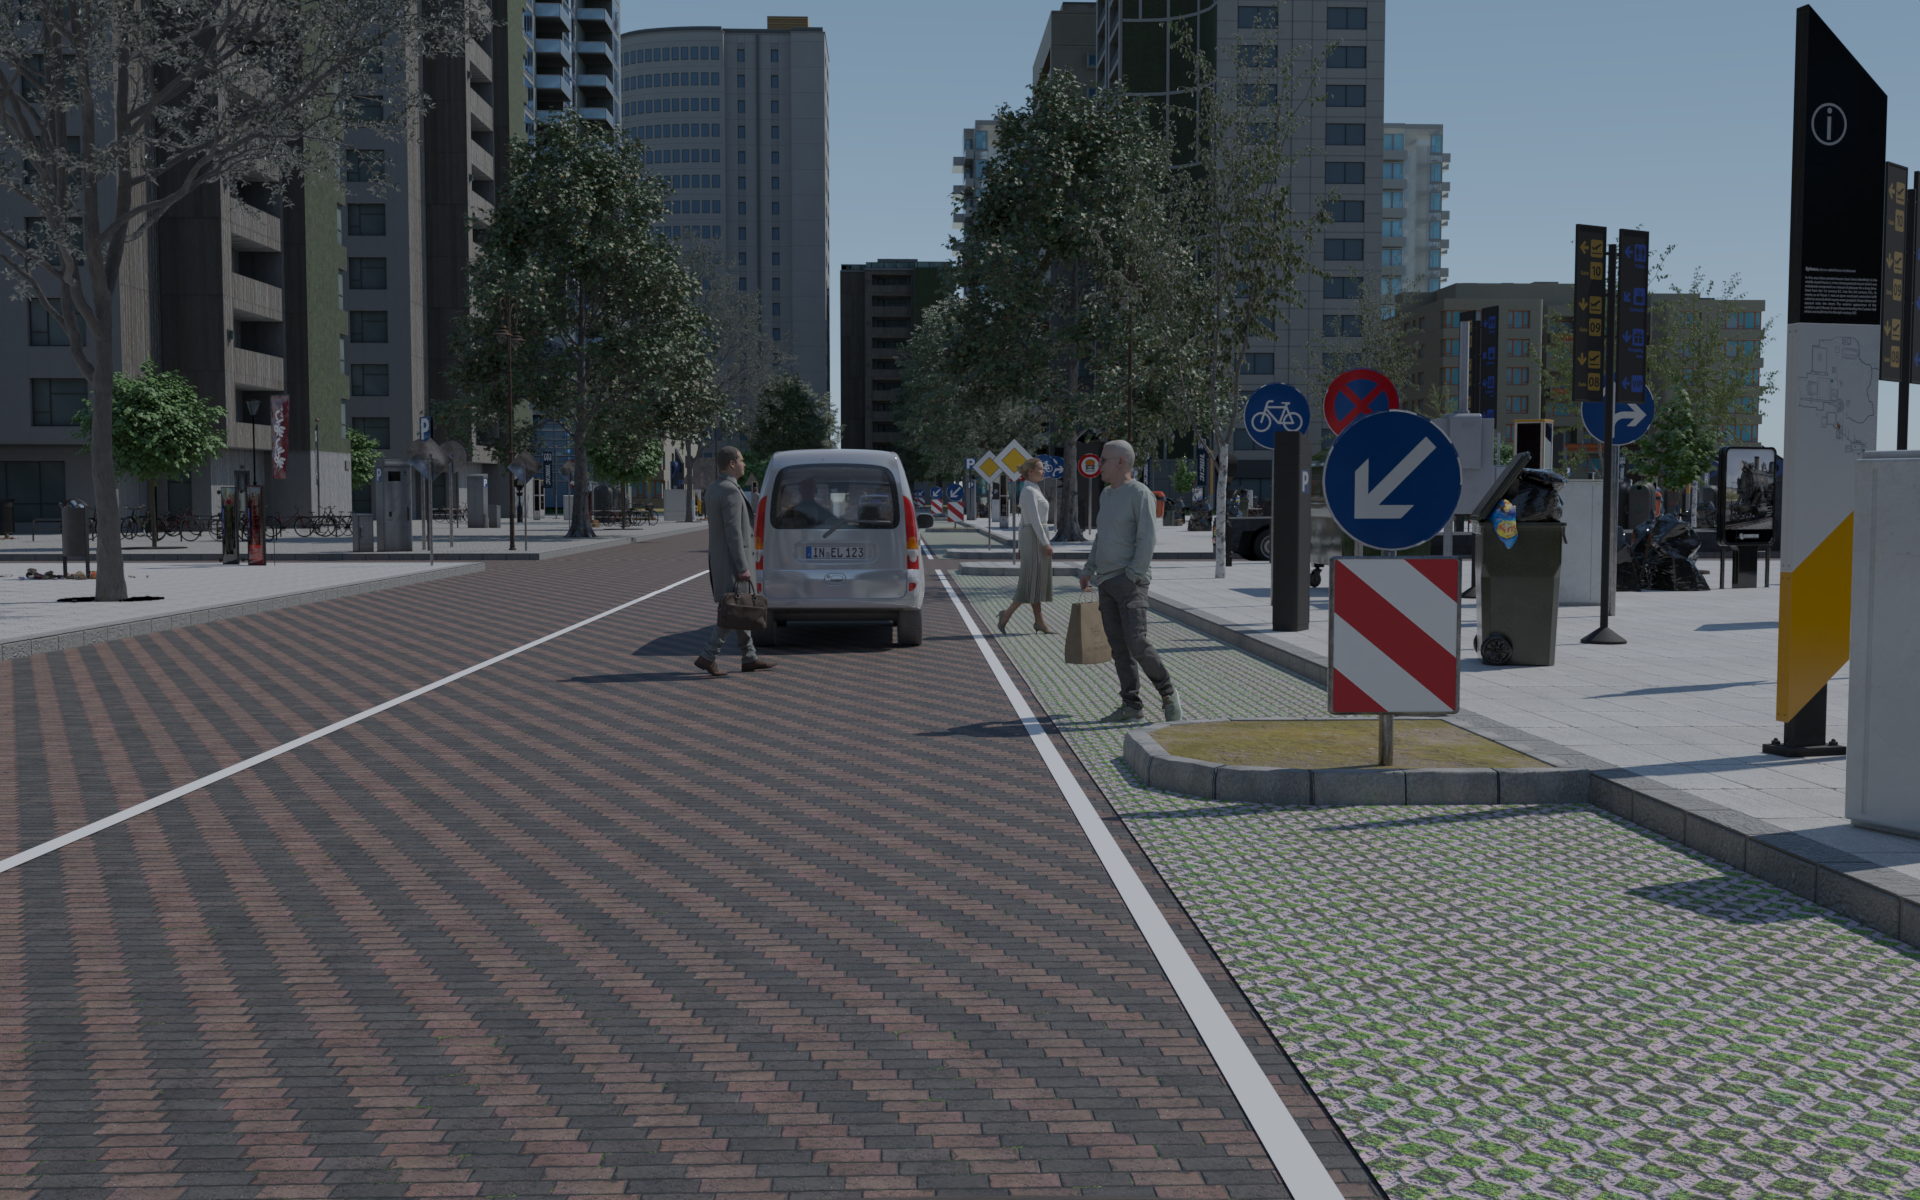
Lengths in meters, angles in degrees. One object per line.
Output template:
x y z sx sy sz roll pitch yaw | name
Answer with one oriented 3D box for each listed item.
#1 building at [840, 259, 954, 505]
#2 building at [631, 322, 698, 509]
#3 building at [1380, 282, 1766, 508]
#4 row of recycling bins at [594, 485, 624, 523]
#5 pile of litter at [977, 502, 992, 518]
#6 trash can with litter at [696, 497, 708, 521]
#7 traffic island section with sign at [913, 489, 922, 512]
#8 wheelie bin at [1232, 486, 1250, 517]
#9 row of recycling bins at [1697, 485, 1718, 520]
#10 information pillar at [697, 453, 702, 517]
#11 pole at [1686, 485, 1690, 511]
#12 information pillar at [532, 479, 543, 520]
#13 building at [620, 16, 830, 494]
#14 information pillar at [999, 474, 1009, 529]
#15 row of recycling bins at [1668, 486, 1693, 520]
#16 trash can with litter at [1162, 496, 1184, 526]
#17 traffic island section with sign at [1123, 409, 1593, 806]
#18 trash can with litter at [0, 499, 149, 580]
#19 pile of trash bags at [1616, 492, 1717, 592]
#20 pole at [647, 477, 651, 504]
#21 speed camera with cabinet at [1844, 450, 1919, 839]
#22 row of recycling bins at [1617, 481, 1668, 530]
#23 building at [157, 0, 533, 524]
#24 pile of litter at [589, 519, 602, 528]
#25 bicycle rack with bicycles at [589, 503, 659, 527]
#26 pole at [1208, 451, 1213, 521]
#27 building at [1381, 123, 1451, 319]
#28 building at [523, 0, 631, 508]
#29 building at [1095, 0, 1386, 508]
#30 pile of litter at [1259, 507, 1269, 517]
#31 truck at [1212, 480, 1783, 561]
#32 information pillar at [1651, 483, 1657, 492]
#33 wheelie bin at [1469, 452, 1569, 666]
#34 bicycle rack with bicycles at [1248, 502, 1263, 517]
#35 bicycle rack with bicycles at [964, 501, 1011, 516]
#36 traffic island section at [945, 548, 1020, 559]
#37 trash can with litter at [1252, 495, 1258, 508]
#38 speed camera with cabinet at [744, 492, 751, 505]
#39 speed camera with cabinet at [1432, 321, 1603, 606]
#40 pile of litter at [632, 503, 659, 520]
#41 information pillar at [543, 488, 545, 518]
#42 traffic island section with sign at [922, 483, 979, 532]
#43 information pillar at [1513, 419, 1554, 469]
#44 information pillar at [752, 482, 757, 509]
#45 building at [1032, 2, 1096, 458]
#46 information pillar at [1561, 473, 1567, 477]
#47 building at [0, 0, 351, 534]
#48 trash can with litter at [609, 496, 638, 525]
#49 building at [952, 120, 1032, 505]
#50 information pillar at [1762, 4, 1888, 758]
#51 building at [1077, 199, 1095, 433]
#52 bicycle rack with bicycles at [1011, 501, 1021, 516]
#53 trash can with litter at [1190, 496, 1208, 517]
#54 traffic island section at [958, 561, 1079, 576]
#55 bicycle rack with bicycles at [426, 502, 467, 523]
-7.892 -27.152 215.628 14.107 30.474 14.160 0 4 -2 | building
-40.946 -19.547 164.635 28.899 21.520 27.650 0 4 -2 | building
56.573 -19.724 167.528 28.899 21.520 27.650 0 4 -2 | building
-15.910 -4.384 78.787 1.069 1.692 3.534 0 4 0 | row of recycling bins
1.181 -4.808 92.577 1.719 0.858 1.176 1 4 22 | pile of litter
-12.227 -4.462 84.007 1.678 1.210 2.233 0 4 -5 | trash can with litter
-1.378 -5.123 92.384 1.989 1.847 2.006 0 4 -2 | traffic island section with sign
10.837 -3.605 66.850 0.693 1.594 0.980 0 4 6 | wheelie bin
36.331 -4.516 80.949 1.069 1.692 3.534 -3 4 -36 | row of recycling bins
-14.798 -6.537 98.236 0.183 3.616 0.504 -2 4 -24 | information pillar
35.426 -5.529 84.250 0.158 3.312 0.155 0 3 0 | pole
-20.824 -4.932 85.135 0.304 2.012 0.304 -1 4 -22 | information pillar
-30.504 -41.305 217.329 28.212 58.520 21.231 0 4 -2 | building
1.638 -3.656 64.270 0.304 2.012 0.304 1 4 12 | information pillar
34.688 -4.797 85.551 3.534 1.692 1.069 0 4 4 | row of recycling bins
8.443 -3.537 69.212 1.055 1.170 0.624 -3 5 -42 | trash can with litter
1.886 -0.015 8.867 1.989 1.847 2.006 0 4 -2 | traffic island section with sign
-13.683 -0.942 26.452 2.233 1.210 1.678 2 4 25 | trash can with litter
9.149 -0.891 24.319 1.912 1.369 3.447 0 4 6 | pile of trash bags
-19.393 -6.984 108.024 0.158 3.312 0.155 0 3 0 | pole
4.444 -0.759 6.753 2.038 3.252 0.660 -2 4 -24 | speed camera with cabinet
20.608 -2.945 55.261 1.069 1.692 3.534 -2 4 -32 | row of recycling bins
-30.548 -19.389 88.713 14.160 30.474 14.107 0 4 -2 | building
-14.278 -3.224 66.675 1.176 0.858 1.719 1 4 23 | pile of litter
-13.510 -3.448 69.756 2.925 0.926 2.852 -2 4 -35 | bicycle rack with bicycles
11.740 -5.336 81.094 0.158 3.312 0.155 0 3 0 | pole
45.796 -36.845 222.017 30.456 49.044 23.786 0 4 -2 | building
-36.130 -49.803 126.958 22.319 86.520 31.000 0 4 -2 | building
19.590 -42.474 132.699 20.563 71.187 20.611 0 4 -2 | building
13.916 -3.847 76.860 1.719 0.858 1.176 1 4 11 | pile of litter
14.735 -2.799 35.525 18.799 4.110 2.967 0 4 0 | truck
30.009 -4.321 75.145 0.304 2.012 0.304 -2 4 -26 | information pillar
4.248 -0.322 13.165 0.693 1.594 0.980 1 4 12 | wheelie bin
13.812 -4.074 79.999 2.925 0.926 2.852 -1 4 -18 | bicycle rack with bicycles
1.191 -5.605 105.022 2.925 0.926 2.852 -1 4 -10 | bicycle rack with bicycles
0.691 -1.047 39.402 2.009 0.180 2.903 0 4 -2 | traffic island section
16.367 -5.334 98.266 2.233 1.210 1.678 3 5 43 | trash can with litter
-14.620 -7.295 113.606 0.660 3.252 2.038 3 5 40 | speed camera with cabinet
6.483 -1.577 20.113 2.038 3.252 0.660 0 4 2 | speed camera with cabinet
-15.402 -4.336 84.852 1.176 0.858 1.719 -2 4 -30 | pile of litter
-22.040 -5.290 90.986 0.304 2.012 0.304 3 4 38 | information pillar
-0.307 -3.454 65.098 1.989 1.847 2.006 0 4 -2 | traffic island section with sign
5.674 -0.777 17.192 0.304 2.012 0.304 2 4 35 | information pillar
-12.143 -5.984 102.322 0.304 2.012 0.304 -1 4 -13 | information pillar
18.506 -33.350 168.971 21.300 48.544 21.600 0 4 -2 | building
20.851 -3.400 60.084 0.304 2.012 0.304 3 4 37 | information pillar
-30.925 -17.685 60.855 14.160 30.474 14.107 0 4 -2 | building
-14.458 -3.821 73.536 1.678 1.210 2.233 1 4 16 | trash can with litter
14.187 -36.761 220.647 30.456 49.044 23.786 0 4 -2 | building
4.249 -1.046 8.464 0.504 3.616 0.183 -1 4 -14 | information pillar
16.538 -23.214 151.244 14.160 30.474 14.107 0 4 -2 | building
5.076 -5.906 109.937 2.852 0.926 2.925 1 4 14 | bicycle rack with bicycles
12.668 -4.870 91.005 1.055 1.170 0.624 -1 4 -12 | trash can with litter
1.003 -0.559 31.423 2.009 0.180 2.903 0 4 -2 | traffic island section
-22.539 -3.956 78.060 2.852 0.926 2.925 3 5 41 | bicycle rack with bicycles
